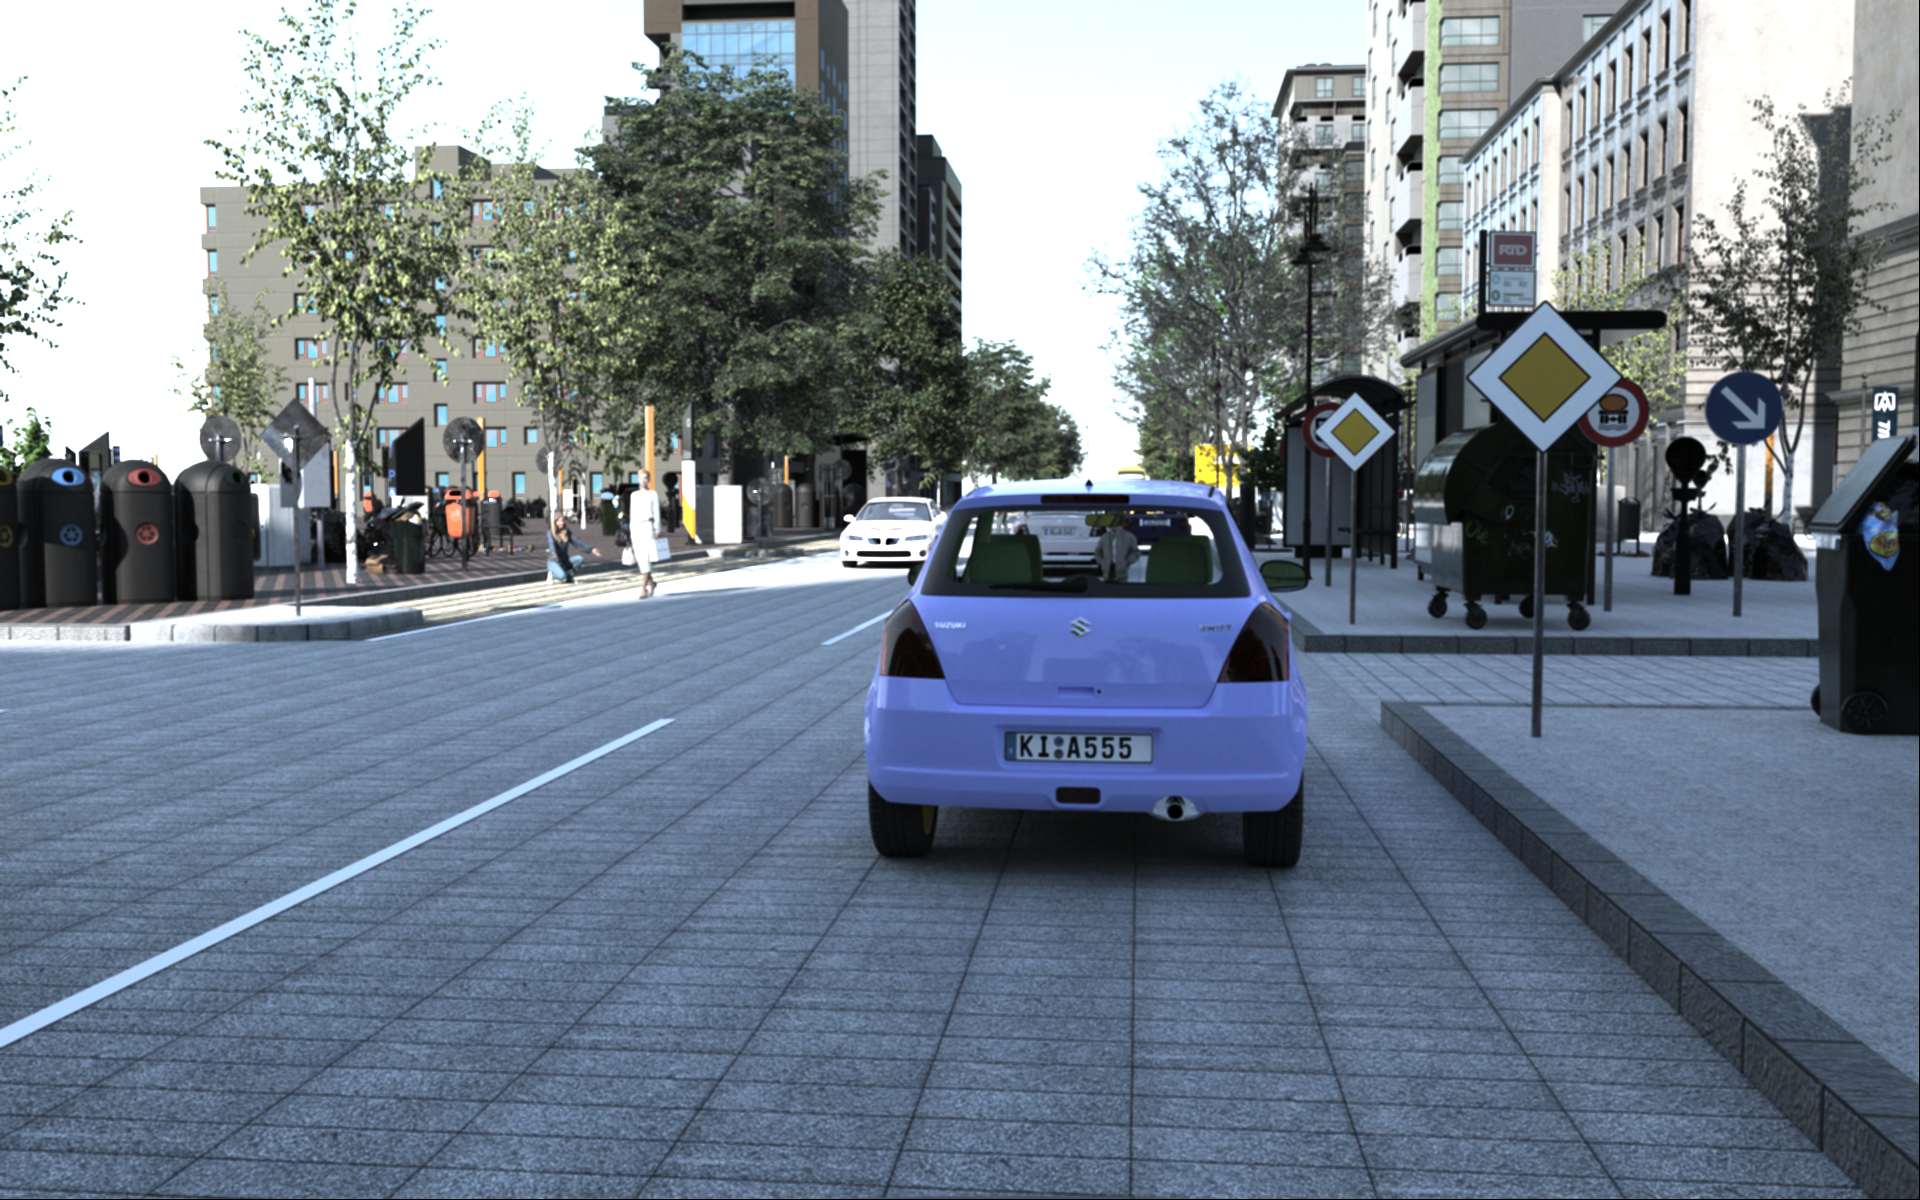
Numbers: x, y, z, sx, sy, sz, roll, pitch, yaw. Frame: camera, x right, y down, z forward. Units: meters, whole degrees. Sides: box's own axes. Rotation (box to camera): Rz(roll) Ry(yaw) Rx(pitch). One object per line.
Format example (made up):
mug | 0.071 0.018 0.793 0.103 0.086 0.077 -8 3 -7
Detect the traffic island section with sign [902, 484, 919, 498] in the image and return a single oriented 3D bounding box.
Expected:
traffic island section with sign | -1.904 -3.572 67.026 1.989 1.847 2.006 0 4 6

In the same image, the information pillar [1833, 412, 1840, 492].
information pillar | 25.056 -3.537 49.187 0.504 3.616 0.183 1 4 10

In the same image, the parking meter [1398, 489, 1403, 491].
parking meter | 21.401 -4.615 83.864 0.372 1.533 0.369 0 3 0

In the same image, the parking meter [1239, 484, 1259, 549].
parking meter | 6.650 -1.937 40.083 0.372 1.533 0.369 0 3 0

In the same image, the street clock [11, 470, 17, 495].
street clock | -23.612 -2.388 43.616 0.358 2.002 0.471 3 5 42

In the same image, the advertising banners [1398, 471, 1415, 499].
advertising banners | 20.501 -5.137 80.173 2.074 3.025 0.090 1 4 10

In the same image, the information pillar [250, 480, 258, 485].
information pillar | -36.551 -5.210 89.673 0.304 2.012 0.304 0 4 -3

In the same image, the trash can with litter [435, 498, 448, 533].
trash can with litter | -16.455 -2.722 55.884 1.055 1.170 0.624 1 4 18

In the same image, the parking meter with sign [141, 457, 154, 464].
parking meter with sign | -37.764 -5.214 81.503 0.543 3.016 1.738 0 4 3

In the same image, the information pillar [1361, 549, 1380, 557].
information pillar | 8.430 -1.900 35.550 0.304 2.012 0.304 -3 5 -40

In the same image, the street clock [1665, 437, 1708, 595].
street clock | 9.237 -1.072 22.090 0.471 2.002 0.358 2 4 25

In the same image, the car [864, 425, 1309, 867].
car | 0.656 0.095 8.042 1.945 1.707 3.694 0 4 7

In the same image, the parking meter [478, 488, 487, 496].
parking meter | -19.639 -3.844 71.262 0.372 1.533 0.369 0 3 0

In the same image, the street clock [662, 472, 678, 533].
street clock | -9.591 -3.229 57.365 0.471 2.002 0.358 -2 4 -34

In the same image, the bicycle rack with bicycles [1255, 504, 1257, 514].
bicycle rack with bicycles | 14.328 -4.728 90.685 2.925 0.926 2.852 1 4 19

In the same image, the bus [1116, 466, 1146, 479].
bus | 14.924 -9.767 151.243 2.896 3.916 12.252 0 4 5

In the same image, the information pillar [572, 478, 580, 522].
information pillar | -17.580 -4.571 79.224 0.304 2.012 0.304 0 4 -7

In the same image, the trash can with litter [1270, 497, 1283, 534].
trash can with litter | 10.266 -2.773 56.390 1.678 1.210 2.233 2 4 27

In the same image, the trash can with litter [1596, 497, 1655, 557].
trash can with litter | 13.684 -1.527 36.022 1.678 1.210 2.233 -2 4 -26

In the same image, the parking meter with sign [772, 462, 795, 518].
parking meter with sign | -9.243 -5.945 93.457 1.738 3.016 0.543 -1 4 -21

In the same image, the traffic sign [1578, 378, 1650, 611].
traffic sign | 7.091 -1.148 18.884 0.768 2.556 0.104 0 4 8

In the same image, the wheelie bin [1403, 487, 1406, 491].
wheelie bin | 20.843 -4.478 81.127 0.693 1.594 0.980 1 4 15

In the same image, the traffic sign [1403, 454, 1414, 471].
traffic sign | 10.055 -2.454 40.134 0.884 2.594 0.081 1 4 13

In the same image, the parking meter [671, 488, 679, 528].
parking meter | -10.795 -3.486 65.414 0.372 1.533 0.369 0 3 0

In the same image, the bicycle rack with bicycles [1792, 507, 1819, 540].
bicycle rack with bicycles | 24.498 -2.103 47.758 2.925 0.926 2.852 -3 4 -38

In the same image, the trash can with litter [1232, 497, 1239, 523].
trash can with litter | 11.897 -3.950 75.964 1.055 1.170 0.624 -2 4 -32

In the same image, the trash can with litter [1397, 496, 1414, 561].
trash can with litter | 9.680 -1.400 33.944 2.233 1.210 1.678 1 4 13

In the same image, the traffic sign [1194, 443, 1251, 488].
traffic sign | 10.593 -4.651 69.919 2.265 3.308 0.079 1 4 11

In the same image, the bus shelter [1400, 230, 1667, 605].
bus shelter | 7.459 -2.844 24.129 2.179 5.291 8.768 0 4 6

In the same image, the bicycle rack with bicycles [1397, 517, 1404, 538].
bicycle rack with bicycles | 11.618 -2.331 51.501 2.852 0.926 2.925 0 4 -6

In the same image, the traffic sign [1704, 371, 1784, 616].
traffic sign | 8.161 -1.101 18.110 0.768 2.556 0.104 1 4 12

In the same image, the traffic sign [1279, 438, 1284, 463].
traffic sign | 6.872 -2.151 35.281 0.768 2.556 0.104 1 4 13

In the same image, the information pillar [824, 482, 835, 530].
information pillar | -4.645 -3.488 61.514 0.304 2.012 0.304 1 4 16

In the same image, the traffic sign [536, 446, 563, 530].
traffic sign | -10.804 -2.782 45.598 0.768 2.556 0.104 1 4 11

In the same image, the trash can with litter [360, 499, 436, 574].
trash can with litter | -9.113 -1.008 27.875 1.055 1.170 0.624 0 4 -1

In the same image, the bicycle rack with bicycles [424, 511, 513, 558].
bicycle rack with bicycles | -10.577 -1.380 35.937 2.852 0.926 2.925 -3 5 -40

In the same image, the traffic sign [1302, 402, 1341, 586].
traffic sign | 5.123 -1.463 24.023 0.768 2.556 0.104 1 4 16

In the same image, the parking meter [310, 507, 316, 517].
parking meter | -17.739 -2.382 47.349 0.372 1.533 0.369 0 3 0

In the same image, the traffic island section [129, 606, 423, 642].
traffic island section | -6.989 0.247 18.239 2.009 0.180 2.903 0 4 6

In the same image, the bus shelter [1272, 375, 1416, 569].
bus shelter | 7.018 -2.343 32.230 2.014 3.302 5.546 0 4 6

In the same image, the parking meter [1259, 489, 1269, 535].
parking meter | 9.504 -2.796 54.118 0.372 1.533 0.369 0 3 0

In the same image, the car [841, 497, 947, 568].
car | -1.237 -1.396 35.189 2.083 1.381 4.827 0 4 5

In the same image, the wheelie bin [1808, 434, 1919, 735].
wheelie bin | 5.063 -0.095 9.458 0.693 1.594 0.980 1 4 12

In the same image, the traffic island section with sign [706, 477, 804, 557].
traffic island section with sign | -4.697 -1.932 40.216 1.989 1.847 2.006 0 4 6

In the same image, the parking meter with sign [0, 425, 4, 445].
parking meter with sign | -24.922 -2.898 43.648 1.738 3.016 0.543 1 4 23

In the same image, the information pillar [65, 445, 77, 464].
information pillar | -41.948 -5.528 81.742 0.504 3.616 0.183 -3 4 -36

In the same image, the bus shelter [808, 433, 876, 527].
bus shelter | -4.717 -4.805 69.840 1.731 3.624 6.357 0 4 6

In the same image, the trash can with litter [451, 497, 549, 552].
trash can with litter | -10.240 -1.701 38.865 2.233 1.210 1.678 1 4 19

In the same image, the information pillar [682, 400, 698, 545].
information pillar | -6.819 -3.195 43.586 0.183 3.616 0.504 -3 4 -38

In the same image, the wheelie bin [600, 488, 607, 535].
wheelie bin | -10.826 -2.806 53.779 0.693 1.594 0.980 -1 4 -18

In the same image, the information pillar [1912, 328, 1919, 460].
information pillar | 11.773 -1.824 21.176 0.183 3.616 0.504 1 4 11

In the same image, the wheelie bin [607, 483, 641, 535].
wheelie bin | -9.675 -2.627 50.862 0.980 1.594 0.693 -3 4 -36
